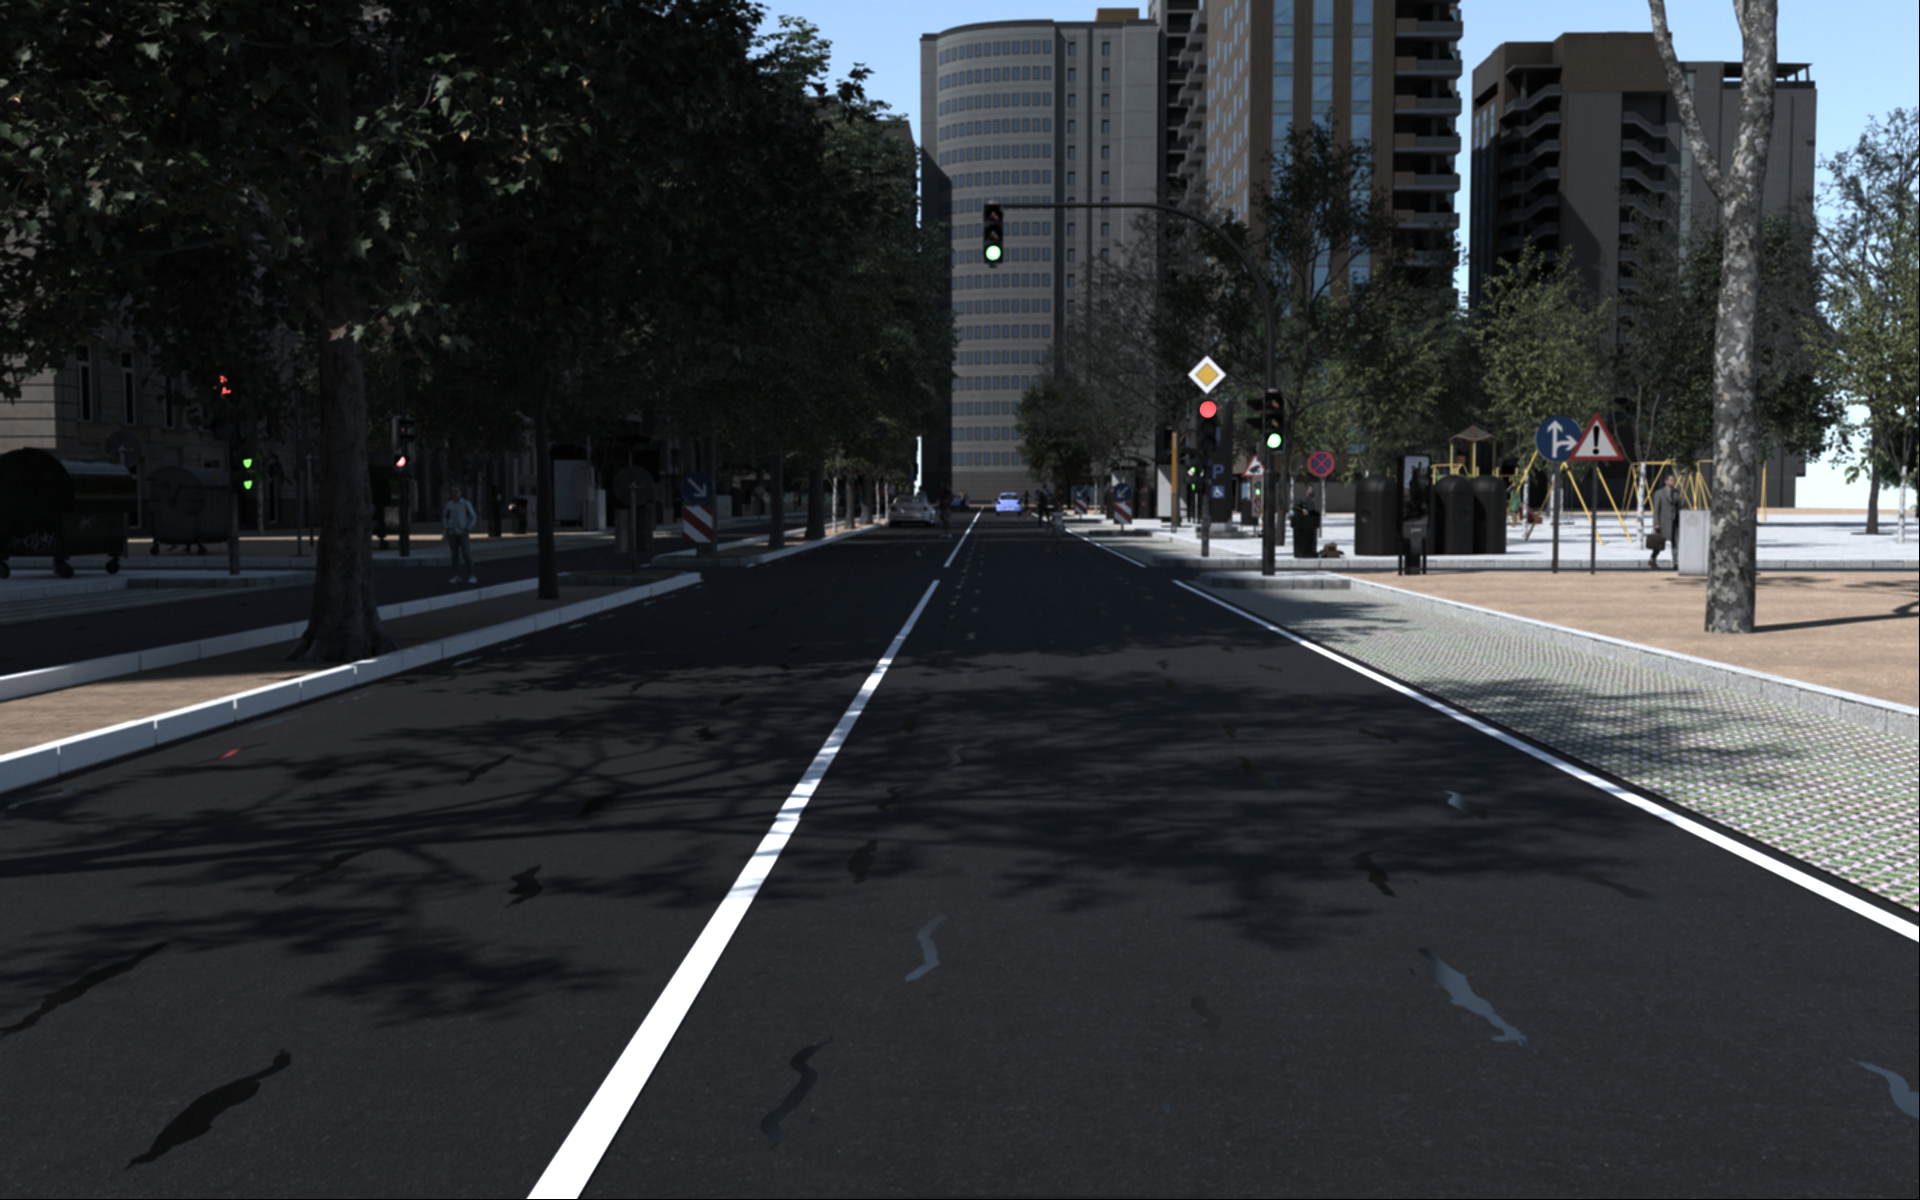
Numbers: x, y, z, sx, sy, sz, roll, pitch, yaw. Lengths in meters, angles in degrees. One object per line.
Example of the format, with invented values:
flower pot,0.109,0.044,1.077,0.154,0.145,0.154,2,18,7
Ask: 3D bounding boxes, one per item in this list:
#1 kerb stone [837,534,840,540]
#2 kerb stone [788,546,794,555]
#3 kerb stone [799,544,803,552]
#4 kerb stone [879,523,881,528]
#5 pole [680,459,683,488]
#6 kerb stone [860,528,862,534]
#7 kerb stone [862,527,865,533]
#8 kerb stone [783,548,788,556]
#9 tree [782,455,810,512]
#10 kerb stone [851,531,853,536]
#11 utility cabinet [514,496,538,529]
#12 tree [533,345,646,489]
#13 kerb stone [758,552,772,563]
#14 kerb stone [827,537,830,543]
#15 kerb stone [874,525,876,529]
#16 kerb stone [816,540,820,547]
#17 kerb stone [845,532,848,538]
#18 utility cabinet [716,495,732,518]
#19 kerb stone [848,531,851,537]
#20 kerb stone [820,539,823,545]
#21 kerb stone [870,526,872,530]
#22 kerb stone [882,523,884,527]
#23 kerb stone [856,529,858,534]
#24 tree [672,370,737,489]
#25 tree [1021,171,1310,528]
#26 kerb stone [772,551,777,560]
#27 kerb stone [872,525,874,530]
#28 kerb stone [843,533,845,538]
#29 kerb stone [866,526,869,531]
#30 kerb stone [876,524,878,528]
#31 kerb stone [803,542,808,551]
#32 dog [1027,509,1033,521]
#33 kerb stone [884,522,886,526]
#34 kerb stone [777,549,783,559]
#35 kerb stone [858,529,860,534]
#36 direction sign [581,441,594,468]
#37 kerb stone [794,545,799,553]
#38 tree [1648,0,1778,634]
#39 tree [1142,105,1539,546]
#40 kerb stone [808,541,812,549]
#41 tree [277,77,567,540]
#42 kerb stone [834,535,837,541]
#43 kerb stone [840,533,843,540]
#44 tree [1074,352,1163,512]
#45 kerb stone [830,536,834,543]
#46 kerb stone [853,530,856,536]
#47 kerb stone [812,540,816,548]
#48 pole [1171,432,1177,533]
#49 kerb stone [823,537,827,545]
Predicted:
kerb stone,-3.846,-1.873,52.859,0.120,0.150,1.000,0,4,1
kerb stone,-4.068,-1.124,40.571,0.120,0.150,1.000,0,4,1
kerb stone,-4.037,-1.244,42.616,0.120,0.150,1.000,0,4,1
kerb stone,-3.506,-3.066,72.323,0.120,0.150,1.000,0,4,1
pole,-16.148,-6.522,100.479,0.158,3.312,0.155,0,3,0
kerb stone,-3.686,-2.435,62.073,0.120,0.150,1.000,0,4,1
kerb stone,-3.668,-2.502,63.107,0.120,0.150,1.000,0,4,1
kerb stone,-4.095,-1.054,39.545,0.120,0.150,1.000,0,4,1
tree,-12.212,-8.818,127.895,4.285,4.588,4.351,0,3,0
kerb stone,-3.763,-2.189,57.978,0.120,0.150,1.000,0,4,1
utility cabinet,-16.065,-3.248,64.270,0.306,1.237,1.020,2,4,28
tree,-13.443,-6.960,64.161,4.360,8.622,3.978,0,3,0
kerb stone,-4.142,-0.874,36.478,0.120,0.150,1.000,0,4,1
kerb stone,-3.908,-1.687,49.792,0.120,0.150,1.000,0,4,1
kerb stone,-3.558,-2.878,69.245,0.120,0.150,1.000,0,4,1
kerb stone,-3.964,-1.499,46.709,0.120,0.150,1.000,0,4,1
kerb stone,-3.797,-2.063,55.931,0.120,0.150,1.000,0,4,1
utility cabinet,-12.880,-5.070,94.058,1.020,1.237,0.306,-3,5,-43
kerb stone,-3.775,-2.126,56.953,0.120,0.150,1.000,0,4,1
kerb stone,-3.946,-1.562,47.734,0.120,0.150,1.000,0,4,1
kerb stone,-3.593,-2.753,67.201,0.120,0.150,1.000,0,4,1
kerb stone,-3.461,-3.191,74.375,0.120,0.150,1.000,0,4,1
kerb stone,-3.719,-2.314,60.029,0.120,0.150,1.000,0,4,1
tree,-13.267,-8.652,91.815,4.737,8.622,4.395,0,3,0
tree,8.415,-9.548,66.481,12.009,13.543,11.850,0,3,0
kerb stone,-4.131,-0.931,37.501,0.120,0.150,1.000,0,4,1
kerb stone,-3.584,-2.815,68.223,0.120,0.150,1.000,0,4,1
kerb stone,-3.815,-2.001,54.909,0.120,0.150,1.000,0,4,1
kerb stone,-3.626,-2.623,65.151,0.120,0.150,1.000,0,4,1
kerb stone,-3.534,-2.940,70.267,0.120,0.150,1.000,0,4,1
kerb stone,-4.017,-1.312,43.642,0.120,0.150,1.000,0,4,1
dog,3.753,-4.527,93.309,0.540,0.507,0.406,2,4,32
kerb stone,-3.443,-3.254,75.403,0.120,0.150,1.000,0,4,1
kerb stone,-4.109,-0.995,38.523,0.120,0.150,1.000,0,4,1
kerb stone,-3.707,-2.377,61.051,0.120,0.150,1.000,0,4,1
direction sign,-15.926,-5.020,74.070,0.379,3.537,0.876,1,4,22
kerb stone,-4.054,-1.186,41.593,0.120,0.150,1.000,0,4,1
tree,8.141,-9.831,16.620,12.611,20.169,13.585,0,3,0
tree,8.053,-6.592,42.188,8.767,10.594,7.601,-2,4,-35
kerb stone,-4.000,-1.374,44.664,0.120,0.150,1.000,0,4,1
tree,-14.167,-8.650,48.089,9.857,13.997,8.962,0,3,0
kerb stone,-3.872,-1.813,51.837,0.120,0.150,1.000,0,4,1
kerb stone,-3.837,-1.938,53.886,0.120,0.150,1.000,0,4,1
tree,7.917,-8.130,83.281,4.360,8.622,3.978,0,3,0
kerb stone,-3.890,-1.750,50.815,0.120,0.150,1.000,0,4,1
kerb stone,-3.734,-2.251,58.999,0.120,0.150,1.000,0,4,1
kerb stone,-3.984,-1.437,45.686,0.120,0.150,1.000,0,4,1
pole,7.062,-3.871,57.130,0.158,3.312,0.155,0,3,0
kerb stone,-3.922,-1.619,48.764,0.120,0.150,1.000,0,4,1
